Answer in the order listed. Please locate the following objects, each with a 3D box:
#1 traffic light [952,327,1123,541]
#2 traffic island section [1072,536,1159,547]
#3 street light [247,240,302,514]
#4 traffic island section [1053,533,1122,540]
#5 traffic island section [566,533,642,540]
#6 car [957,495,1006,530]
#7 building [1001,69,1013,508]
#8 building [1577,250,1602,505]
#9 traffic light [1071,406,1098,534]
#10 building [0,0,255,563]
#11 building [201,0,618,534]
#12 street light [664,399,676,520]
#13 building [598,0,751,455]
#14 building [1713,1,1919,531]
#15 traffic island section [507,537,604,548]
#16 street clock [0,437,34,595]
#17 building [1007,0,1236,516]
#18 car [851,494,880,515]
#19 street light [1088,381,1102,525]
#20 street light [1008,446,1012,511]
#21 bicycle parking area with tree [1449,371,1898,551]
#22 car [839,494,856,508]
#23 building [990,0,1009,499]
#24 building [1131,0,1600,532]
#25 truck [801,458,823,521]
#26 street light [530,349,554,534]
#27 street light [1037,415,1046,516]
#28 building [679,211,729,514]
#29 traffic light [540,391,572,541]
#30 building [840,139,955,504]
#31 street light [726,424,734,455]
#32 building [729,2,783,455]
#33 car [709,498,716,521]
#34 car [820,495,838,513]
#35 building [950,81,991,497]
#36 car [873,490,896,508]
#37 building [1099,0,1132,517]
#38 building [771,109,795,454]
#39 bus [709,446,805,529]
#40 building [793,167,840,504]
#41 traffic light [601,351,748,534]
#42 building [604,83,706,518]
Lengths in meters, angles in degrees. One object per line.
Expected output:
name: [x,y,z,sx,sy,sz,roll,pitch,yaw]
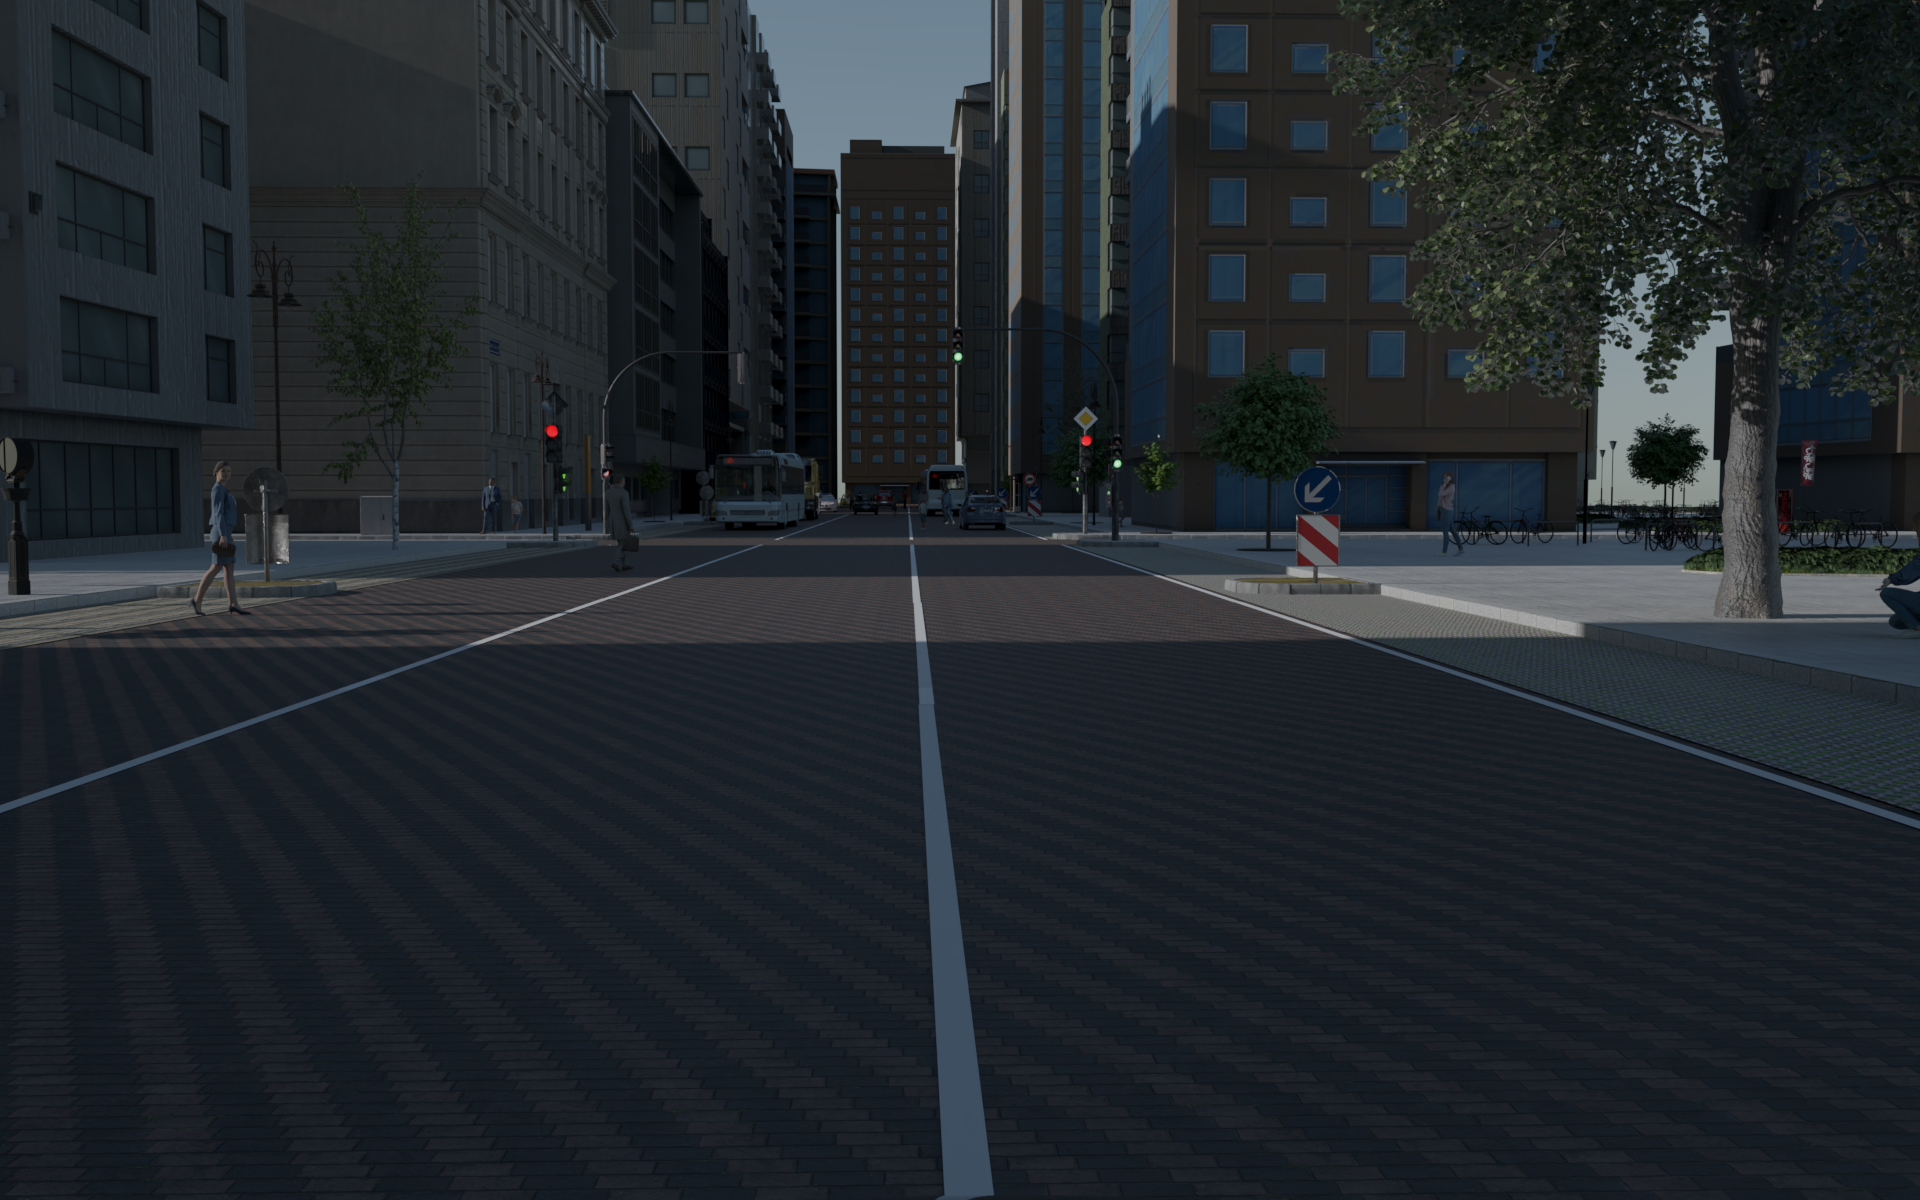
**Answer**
traffic light: [2.159,-4.447,47.382,4.771,5.953,1.251,0,4,-2]
traffic island section: [4.288,-1.555,47.702,2.009,0.180,2.903,0,4,-2]
street light: [-12.518,-3.608,31.771,0.468,5.910,1.993,0,4,-2]
traffic island section: [4.046,-2.043,55.683,2.009,0.180,2.903,0,4,-2]
traffic island section: [-11.289,-2.015,55.225,2.009,0.180,2.903,0,4,-2]
car: [0.903,-3.574,70.439,2.014,1.417,4.499,0,4,-3]
building: [10.936,-29.774,170.402,14.154,41.232,14.086,0,4,-2]
building: [64.445,-26.222,200.432,14.107,30.474,14.160,0,4,-2]
traffic light: [4.005,-4.076,55.568,0.839,4.253,0.868,0,4,-2]
building: [-24.071,-16.254,37.449,14.107,30.474,14.160,0,4,-2]
building: [-21.526,-16.537,67.636,12.463,27.353,25.104,0,4,-2]
street light: [-14.116,-6.834,84.527,0.468,5.910,1.993,0,4,-2]
building: [-31.762,-33.845,142.610,28.713,52.752,27.495,0,4,-2]
building: [38.917,-25.365,64.837,14.200,45.320,14.600,0,4,-2]
traffic island section: [-11.046,-1.527,47.243,2.009,0.180,2.903,0,4,-2]
street clock: [-11.984,-1.067,22.010,0.471,2.002,0.358,2,4,31]
building: [10.794,-28.942,123.306,14.600,45.320,14.200,0,4,-2]
car: [-6.518,-6.723,119.709,2.009,1.686,4.222,0,4,-4]
street light: [5.502,-6.005,70.967,0.468,5.910,1.993,0,4,-2]
street light: [3.819,-9.622,130.112,0.468,5.910,1.993,0,4,-2]
bicycle parking area with tree: [17.253,-3.380,42.271,9.016,4.147,8.231,-1,4,-16]
car: [-11.517,-10.304,178.693,2.015,1.641,3.980,0,4,-4]
building: [13.843,-39.699,191.081,21.231,58.520,28.212,0,4,-2]
building: [14.041,-25.303,63.813,14.200,45.320,14.600,0,4,-2]
truck: [-9.208,-6.116,95.920,3.469,3.379,9.791,0,4,-3]
street light: [-13.336,-5.052,55.394,0.468,5.910,1.993,0,4,-2]
street light: [4.741,-7.845,101.051,0.468,5.910,1.993,0,4,-2]
building: [-22.806,-17.662,118.455,12.332,23.373,15.834,0,4,-2]
traffic light: [-11.006,-3.559,47.110,0.839,4.253,0.868,0,4,-2]
building: [-7.873,-34.979,222.015,14.200,45.320,14.600,0,4,-2]
street light: [-15.129,-8.629,113.871,0.468,5.910,1.993,0,4,-2]
building: [-29.422,-33.803,172.282,23.786,49.044,30.456,0,4,-2]
car: [-12.301,-4.976,91.579,2.015,1.641,3.980,0,4,-3]
car: [-10.481,-7.479,134.646,2.083,1.381,4.827,0,4,-3]
building: [12.756,-39.148,229.310,27.495,52.752,28.713,0,4,-2]
car: [-7.613,-10.139,174.452,2.281,1.827,5.304,0,4,-2]
building: [15.007,-20.187,101.764,14.160,30.474,14.107,0,4,-2]
building: [-26.474,-33.480,197.515,14.200,45.320,14.600,0,4,-2]
bus: [-8.333,-4.776,72.950,2.948,3.499,13.247,0,4,-1]
building: [-30.236,-34.899,225.225,28.867,44.769,22.147,0,4,-2]
traffic light: [-9.160,-4.925,55.189,4.771,5.953,1.251,0,4,-2]
building: [-22.892,-16.890,95.219,14.314,24.678,30.058,0,4,-2]
